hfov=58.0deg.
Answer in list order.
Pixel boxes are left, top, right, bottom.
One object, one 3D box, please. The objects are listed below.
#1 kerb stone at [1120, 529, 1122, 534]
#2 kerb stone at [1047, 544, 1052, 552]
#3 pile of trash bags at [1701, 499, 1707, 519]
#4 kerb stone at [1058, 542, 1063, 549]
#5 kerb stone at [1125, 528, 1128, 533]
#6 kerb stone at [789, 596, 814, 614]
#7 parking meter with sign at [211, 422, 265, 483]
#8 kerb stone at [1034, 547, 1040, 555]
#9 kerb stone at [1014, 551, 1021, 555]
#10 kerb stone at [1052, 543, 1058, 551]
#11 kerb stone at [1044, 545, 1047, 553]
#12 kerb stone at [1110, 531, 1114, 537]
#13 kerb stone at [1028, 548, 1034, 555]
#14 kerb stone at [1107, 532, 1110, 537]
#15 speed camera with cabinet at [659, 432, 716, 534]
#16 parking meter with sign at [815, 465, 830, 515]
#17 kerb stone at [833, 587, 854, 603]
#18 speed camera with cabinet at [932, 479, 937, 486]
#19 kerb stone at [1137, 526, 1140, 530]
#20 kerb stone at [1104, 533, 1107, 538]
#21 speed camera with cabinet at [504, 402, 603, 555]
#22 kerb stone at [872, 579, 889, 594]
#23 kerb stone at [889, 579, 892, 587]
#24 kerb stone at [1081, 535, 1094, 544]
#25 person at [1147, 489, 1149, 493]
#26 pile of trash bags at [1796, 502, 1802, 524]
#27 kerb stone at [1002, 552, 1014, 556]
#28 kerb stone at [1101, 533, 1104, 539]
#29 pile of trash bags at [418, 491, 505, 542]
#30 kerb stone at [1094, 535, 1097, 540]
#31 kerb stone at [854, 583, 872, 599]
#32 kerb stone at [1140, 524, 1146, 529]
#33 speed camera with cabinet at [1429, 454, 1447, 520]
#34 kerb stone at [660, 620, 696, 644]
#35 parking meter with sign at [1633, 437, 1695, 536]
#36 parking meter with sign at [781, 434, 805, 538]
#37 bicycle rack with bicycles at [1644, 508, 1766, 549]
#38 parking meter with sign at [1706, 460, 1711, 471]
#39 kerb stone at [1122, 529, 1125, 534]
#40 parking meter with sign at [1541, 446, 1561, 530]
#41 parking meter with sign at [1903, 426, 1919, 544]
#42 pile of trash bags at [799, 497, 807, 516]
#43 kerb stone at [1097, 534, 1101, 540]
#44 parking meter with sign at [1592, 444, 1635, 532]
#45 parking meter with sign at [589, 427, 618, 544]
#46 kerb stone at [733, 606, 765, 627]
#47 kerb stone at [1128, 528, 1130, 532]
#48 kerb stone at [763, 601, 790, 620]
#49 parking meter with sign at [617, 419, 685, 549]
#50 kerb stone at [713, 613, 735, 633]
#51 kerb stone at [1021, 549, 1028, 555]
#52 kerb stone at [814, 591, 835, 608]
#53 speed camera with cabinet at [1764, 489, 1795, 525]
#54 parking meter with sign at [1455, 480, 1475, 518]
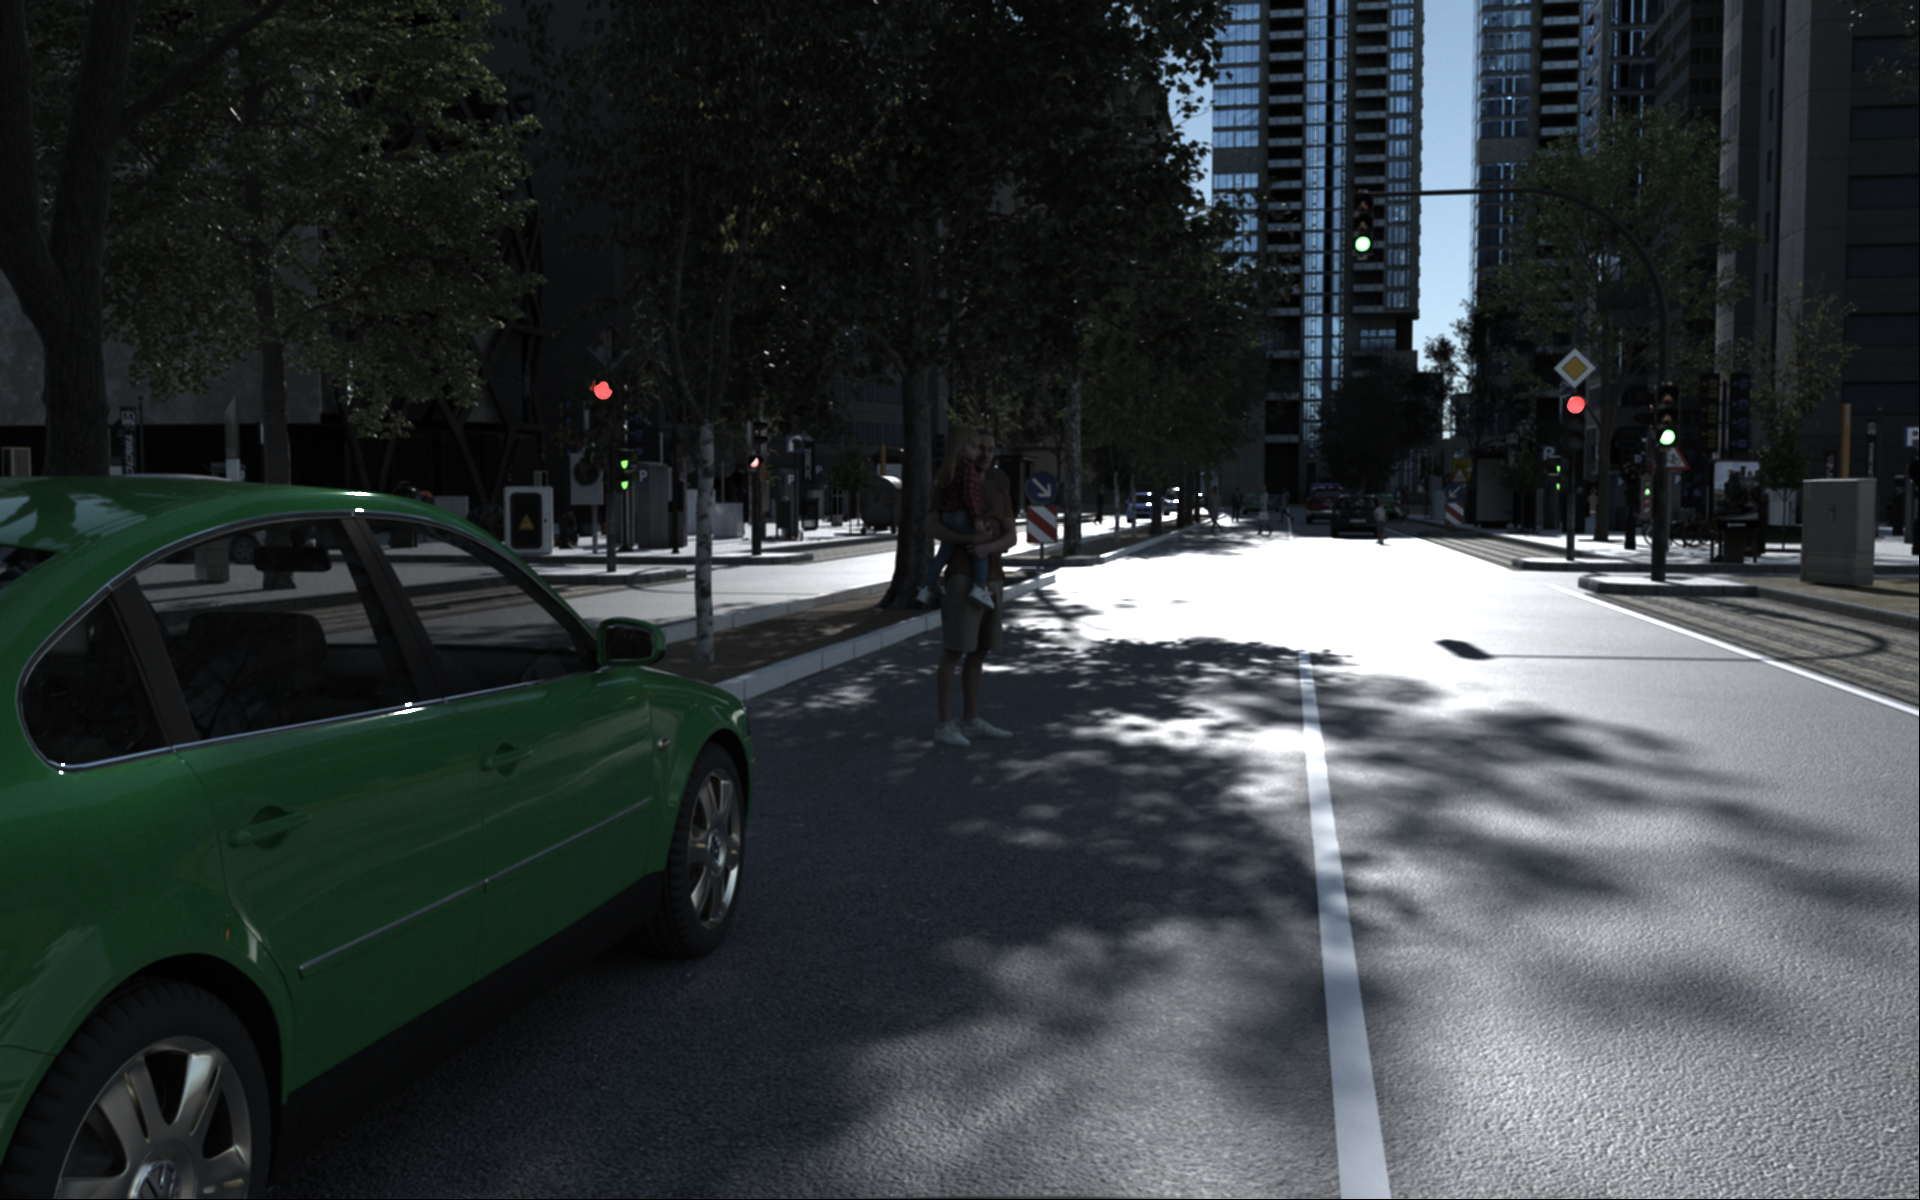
[{"bbox_3d":[5.499,-2.357,60.726,0.120,0.150,1.000,1,4,11],"label":"kerb stone"},{"bbox_3d":[2.085,-1.243,42.587,0.120,0.150,1.000,1,4,11],"label":"kerb stone"},{"bbox_3d":[35.451,-4.326,80.483,3.447,1.369,1.912,-3,5,-42],"label":"pile of trash bags"},{"bbox_3d":[2.468,-1.365,44.596,0.120,0.150,1.000,1,4,11],"label":"kerb stone"},{"bbox_3d":[5.883,-2.479,62.743,0.120,0.150,1.000,1,4,11],"label":"kerb stone"},{"bbox_3d":[-1.989,0.078,20.928,0.120,0.150,1.000,1,4,11],"label":"kerb stone"},{"bbox_3d":[-17.741,-2.799,42.030,1.738,3.016,0.543,0,4,-2],"label":"parking meter with sign"},{"bbox_3d":[1.706,-1.124,40.573,0.120,0.150,1.000,1,4,11],"label":"kerb stone"},{"bbox_3d":[1.134,-0.940,37.559,0.120,0.150,1.000,1,4,11],"label":"kerb stone"},{"bbox_3d":[2.276,-1.309,43.591,0.120,0.150,1.000,1,4,11],"label":"kerb stone"},{"bbox_3d":[1.891,-1.186,41.583,0.120,0.150,1.000,1,4,11],"label":"kerb stone"},{"bbox_3d":[4.939,-2.169,57.704,0.120,0.150,1.000,1,4,11],"label":"kerb stone"},{"bbox_3d":[1.511,-1.063,39.569,0.120,0.150,1.000,1,4,11],"label":"kerb stone"},{"bbox_3d":[4.733,-2.110,56.695,0.120,0.150,1.000,1,4,11],"label":"kerb stone"},{"bbox_3d":[-8.911,-3.757,55.760,2.038,3.252,0.660,-1,4,-10],"label":"speed camera with cabinet"},{"bbox_3d":[-8.251,-6.634,104.720,0.543,3.016,1.738,-2,4,-25],"label":"parking meter with sign"},{"bbox_3d":[-1.613,-0.043,22.945,0.120,0.150,1.000,1,4,11],"label":"kerb stone"},{"bbox_3d":[-0.650,-6.926,107.576,2.038,3.252,0.660,2,4,24],"label":"speed camera with cabinet"},{"bbox_3d":[6.835,-2.786,67.786,0.120,0.150,1.000,1,4,11],"label":"kerb stone"},{"bbox_3d":[4.550,-2.049,55.689,0.120,0.150,1.000,1,4,11],"label":"kerb stone"},{"bbox_3d":[-8.633,-2.598,36.813,2.038,3.252,0.660,-1,4,-10],"label":"speed camera with cabinet"},{"bbox_3d":[-1.230,-0.169,24.955,0.120,0.150,1.000,1,4,11],"label":"kerb stone"},{"bbox_3d":[-1.042,-0.229,25.964,0.120,0.150,1.000,1,4,11],"label":"kerb stone"},{"bbox_3d":[3.802,-1.802,51.656,0.120,0.150,1.000,1,4,11],"label":"kerb stone"},{"bbox_3d":[14.249,-7.501,131.135,1.348,1.826,0.705,-3,4,-37],"label":"person"},{"bbox_3d":[35.468,-3.898,73.492,1.912,1.369,3.447,3,5,44],"label":"pile of trash bags"},{"bbox_3d":[0.943,-0.878,36.555,0.120,0.150,1.000,1,4,11],"label":"kerb stone"},{"bbox_3d":[4.364,-1.987,54.684,0.120,0.150,1.000,1,4,11],"label":"kerb stone"},{"bbox_3d":[-13.093,-2.273,46.921,3.447,1.369,1.912,-2,4,-25],"label":"pile of trash bags"},{"bbox_3d":[3.983,-1.863,52.662,0.120,0.150,1.000,1,4,11],"label":"kerb stone"},{"bbox_3d":[-1.426,-0.106,23.950,0.120,0.150,1.000,1,4,11],"label":"kerb stone"},{"bbox_3d":[7.403,-2.967,70.801,0.120,0.150,1.000,1,4,11],"label":"kerb stone"},{"bbox_3d":[23.596,-5.575,85.491,0.660,3.252,2.038,0,4,7],"label":"speed camera with cabinet"},{"bbox_3d":[-2.752,0.324,16.896,0.120,0.150,1.000,1,4,11],"label":"kerb stone"},{"bbox_3d":[21.491,-3.446,52.597,0.543,3.016,1.738,-2,4,-33],"label":"parking meter with sign"},{"bbox_3d":[-4.985,-3.347,50.976,0.543,3.016,1.738,-1,4,-15],"label":"parking meter with sign"},{"bbox_3d":[18.053,-1.736,41.763,2.925,0.926,2.852,1,4,14],"label":"bicycle rack with bicycles"},{"bbox_3d":[37.652,-5.675,89.042,0.543,3.016,1.738,-3,5,-42],"label":"parking meter with sign"},{"bbox_3d":[5.698,-2.419,61.738,0.120,0.150,1.000,1,4,11],"label":"kerb stone"},{"bbox_3d":[21.629,-4.101,63.305,0.543,3.016,1.738,2,4,27],"label":"parking meter with sign"},{"bbox_3d":[24.918,-2.985,45.070,0.543,3.016,1.738,2,4,35],"label":"parking meter with sign"},{"bbox_3d":[-10.422,-5.630,101.797,3.447,1.369,1.912,0,4,-1],"label":"pile of trash bags"},{"bbox_3d":[4.171,-1.925,53.667,0.120,0.150,1.000,1,4,11],"label":"kerb stone"},{"bbox_3d":[22.617,-3.890,59.858,0.543,3.016,1.738,-1,4,-17],"label":"parking meter with sign"},{"bbox_3d":[-8.690,-2.962,44.691,1.738,3.016,0.543,1,4,19],"label":"parking meter with sign"},{"bbox_3d":[-2.369,0.200,18.920,0.120,0.150,1.000,1,4,11],"label":"kerb stone"},{"bbox_3d":[6.074,-2.542,63.762,0.120,0.150,1.000,1,4,11],"label":"kerb stone"},{"bbox_3d":[-2.184,0.139,19.925,0.120,0.150,1.000,1,4,11],"label":"kerb stone"},{"bbox_3d":[-7.218,-2.726,40.831,0.543,3.016,1.738,2,4,30],"label":"parking meter with sign"},{"bbox_3d":[-2.570,0.262,17.918,0.120,0.150,1.000,1,4,11],"label":"kerb stone"},{"bbox_3d":[1.322,-0.997,38.564,0.120,0.150,1.000,1,4,11],"label":"kerb stone"},{"bbox_3d":[-1.808,0.024,21.942,0.120,0.150,1.000,1,4,11],"label":"kerb stone"},{"bbox_3d":[25.121,-3.592,53.061,0.660,3.252,2.038,1,4,16],"label":"speed camera with cabinet"},{"bbox_3d":[27.035,-5.868,92.196,1.738,3.016,0.543,-3,4,-37],"label":"parking meter with sign"}]
